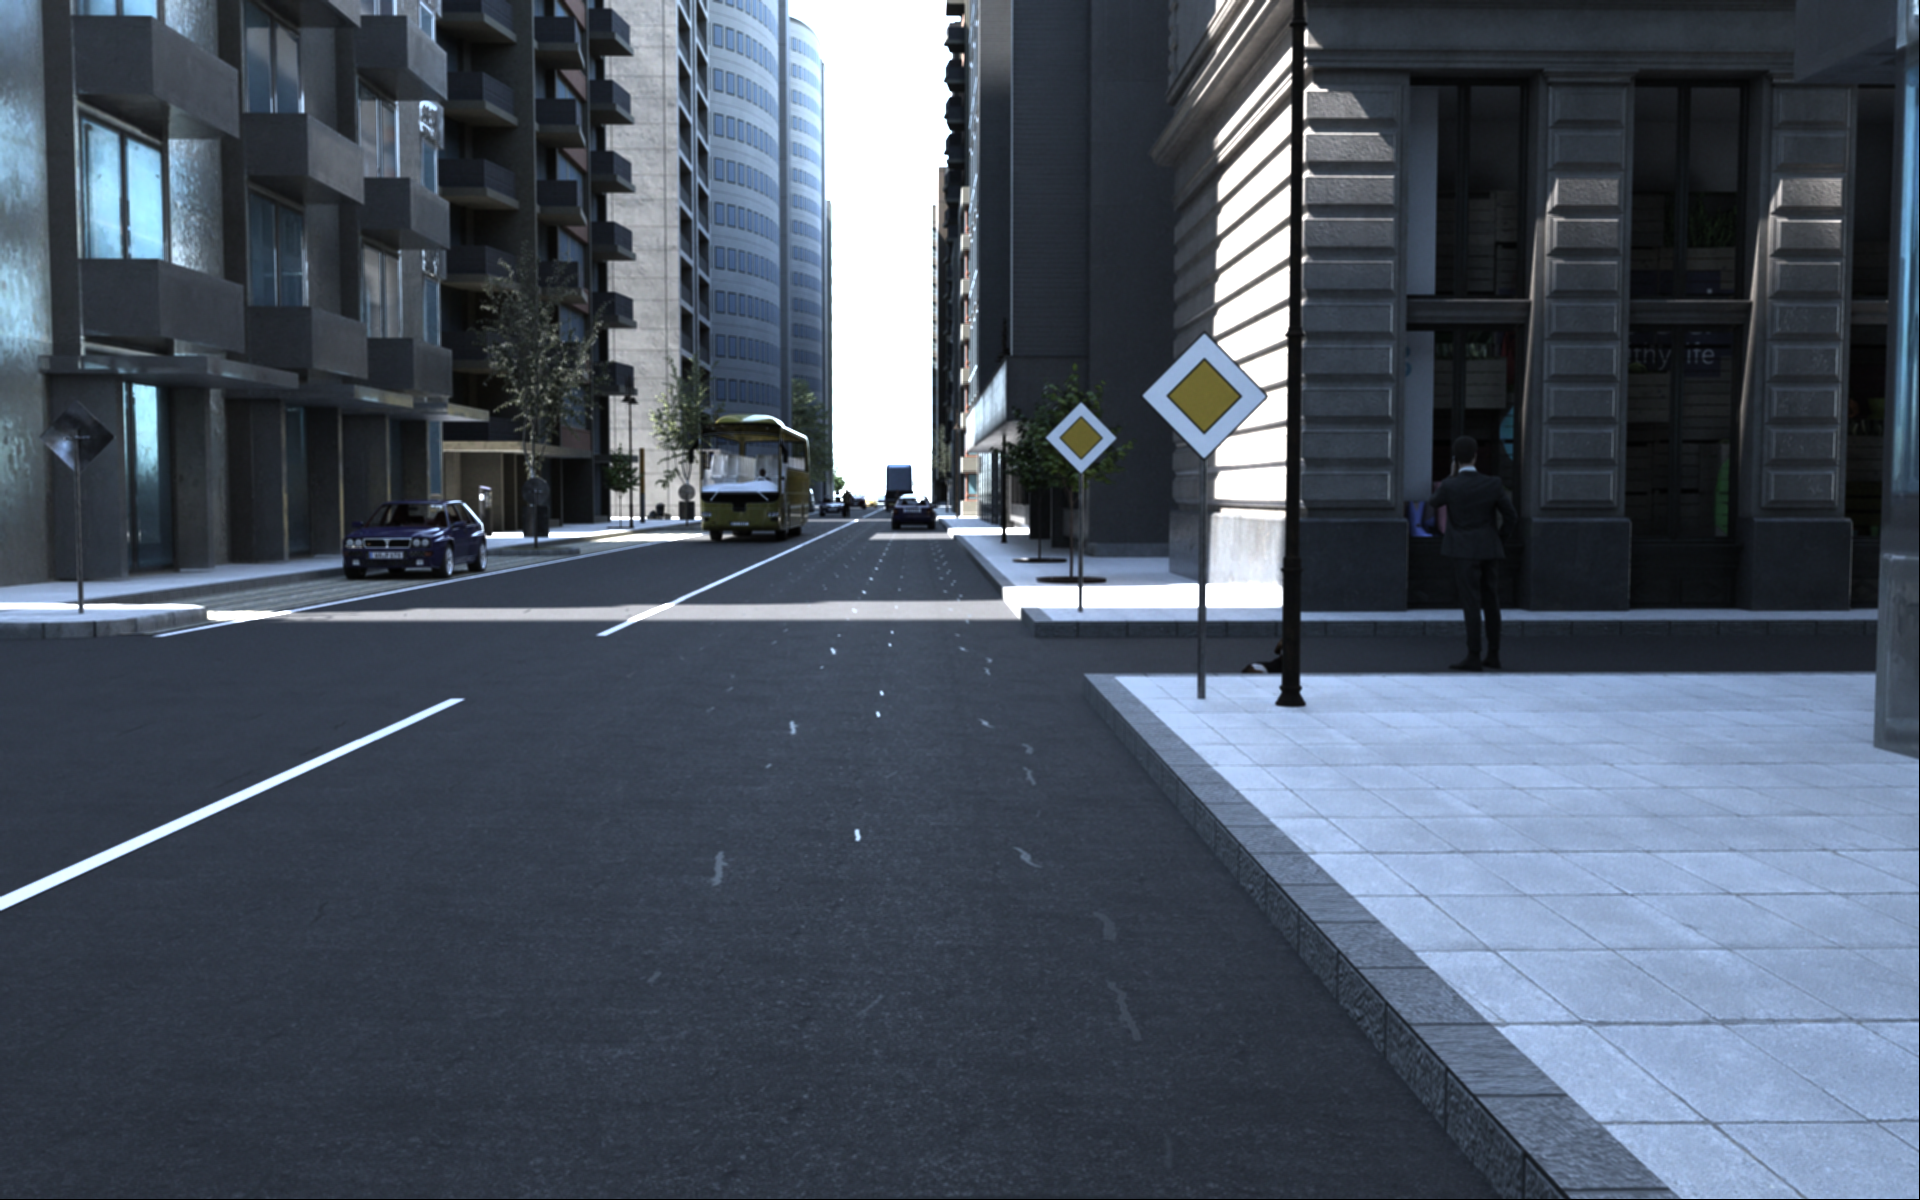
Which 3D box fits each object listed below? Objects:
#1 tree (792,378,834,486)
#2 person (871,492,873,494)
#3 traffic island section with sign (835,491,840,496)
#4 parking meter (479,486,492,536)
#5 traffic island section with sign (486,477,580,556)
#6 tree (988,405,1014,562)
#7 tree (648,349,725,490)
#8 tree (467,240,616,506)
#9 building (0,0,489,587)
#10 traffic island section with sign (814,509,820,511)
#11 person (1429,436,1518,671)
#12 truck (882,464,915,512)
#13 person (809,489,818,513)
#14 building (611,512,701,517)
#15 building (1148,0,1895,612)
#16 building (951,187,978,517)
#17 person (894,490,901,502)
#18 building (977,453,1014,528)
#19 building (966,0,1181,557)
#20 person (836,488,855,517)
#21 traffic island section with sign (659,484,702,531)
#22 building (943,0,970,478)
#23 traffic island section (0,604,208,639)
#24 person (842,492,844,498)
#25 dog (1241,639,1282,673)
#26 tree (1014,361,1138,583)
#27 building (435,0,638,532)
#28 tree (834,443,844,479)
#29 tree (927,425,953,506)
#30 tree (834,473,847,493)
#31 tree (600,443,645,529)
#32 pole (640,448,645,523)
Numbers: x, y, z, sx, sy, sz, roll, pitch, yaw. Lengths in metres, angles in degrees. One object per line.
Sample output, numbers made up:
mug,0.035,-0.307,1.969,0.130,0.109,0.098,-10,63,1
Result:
tree,-16.250,-15.399,169.904,7.486,12.596,7.792,0,3,0
person,-10.792,-12.586,214.994,0.721,1.735,1.217,-3,4,-36
traffic island section with sign,-14.116,-11.741,200.589,1.989,1.847,2.006,0,4,-1
parking meter,-14.450,-2.713,52.773,0.372,1.533,0.369,0,3,0
traffic island section with sign,-10.016,-1.958,40.649,1.989,1.847,2.006,0,4,-1
tree,1.567,-2.326,32.625,1.663,3.219,1.824,0,3,0
tree,-13.999,-8.450,88.527,4.737,8.622,4.395,0,3,0
tree,-12.482,-6.177,51.356,4.360,8.622,3.978,0,3,0
building,-22.980,-25.201,31.653,23.786,49.044,30.456,0,4,-1
traffic island section with sign,-12.690,-8.344,145.055,1.989,1.847,2.006,0,4,-1
person,4.176,-0.386,14.174,0.648,1.900,0.474,-1,4,-16
truck,-5.076,-9.652,147.562,2.967,4.110,18.799,0,4,-3
person,-11.327,-7.436,130.077,1.348,1.824,0.705,0,4,4
building,-23.541,-40.646,102.812,20.563,71.187,20.611,0,4,-1
building,12.785,-11.883,23.163,19.941,23.489,11.050,0,4,-1
building,13.558,-16.352,112.391,27.650,21.520,28.899,0,4,-1
person,-4.750,-7.606,133.389,0.617,1.759,0.750,-1,4,-18
building,6.680,-18.446,79.083,11.434,29.767,29.804,0,4,-1
building,7.713,-14.086,49.379,14.314,24.678,30.058,0,4,-1
person,-6.996,-6.007,106.810,1.348,1.812,0.705,2,4,27
traffic island section with sign,-10.732,-3.638,68.115,1.989,1.847,2.006,0,4,-1
building,9.794,-29.741,140.885,22.147,44.769,28.867,0,4,-1
traffic island section,-9.457,0.225,18.596,2.009,0.180,2.903,0,4,-1
person,-13.265,-11.488,197.253,0.530,1.710,0.541,2,4,31
dog,2.295,0.436,13.069,0.748,0.427,0.550,1,4,14
tree,1.763,-1.876,25.267,1.663,3.219,1.824,0,3,0
building,-25.378,-25.364,69.326,22.147,44.769,28.867,0,4,-1
tree,-18.164,-18.018,244.962,4.360,8.622,3.978,0,3,0
tree,-1.347,-14.085,180.655,4.360,8.622,3.978,0,3,0
tree,-17.896,-16.347,250.985,4.285,4.588,4.351,0,3,0
tree,-12.612,-4.302,64.939,1.663,3.219,1.824,0,3,0
pole,-14.143,-5.091,77.088,0.158,3.312,0.155,0,3,0
